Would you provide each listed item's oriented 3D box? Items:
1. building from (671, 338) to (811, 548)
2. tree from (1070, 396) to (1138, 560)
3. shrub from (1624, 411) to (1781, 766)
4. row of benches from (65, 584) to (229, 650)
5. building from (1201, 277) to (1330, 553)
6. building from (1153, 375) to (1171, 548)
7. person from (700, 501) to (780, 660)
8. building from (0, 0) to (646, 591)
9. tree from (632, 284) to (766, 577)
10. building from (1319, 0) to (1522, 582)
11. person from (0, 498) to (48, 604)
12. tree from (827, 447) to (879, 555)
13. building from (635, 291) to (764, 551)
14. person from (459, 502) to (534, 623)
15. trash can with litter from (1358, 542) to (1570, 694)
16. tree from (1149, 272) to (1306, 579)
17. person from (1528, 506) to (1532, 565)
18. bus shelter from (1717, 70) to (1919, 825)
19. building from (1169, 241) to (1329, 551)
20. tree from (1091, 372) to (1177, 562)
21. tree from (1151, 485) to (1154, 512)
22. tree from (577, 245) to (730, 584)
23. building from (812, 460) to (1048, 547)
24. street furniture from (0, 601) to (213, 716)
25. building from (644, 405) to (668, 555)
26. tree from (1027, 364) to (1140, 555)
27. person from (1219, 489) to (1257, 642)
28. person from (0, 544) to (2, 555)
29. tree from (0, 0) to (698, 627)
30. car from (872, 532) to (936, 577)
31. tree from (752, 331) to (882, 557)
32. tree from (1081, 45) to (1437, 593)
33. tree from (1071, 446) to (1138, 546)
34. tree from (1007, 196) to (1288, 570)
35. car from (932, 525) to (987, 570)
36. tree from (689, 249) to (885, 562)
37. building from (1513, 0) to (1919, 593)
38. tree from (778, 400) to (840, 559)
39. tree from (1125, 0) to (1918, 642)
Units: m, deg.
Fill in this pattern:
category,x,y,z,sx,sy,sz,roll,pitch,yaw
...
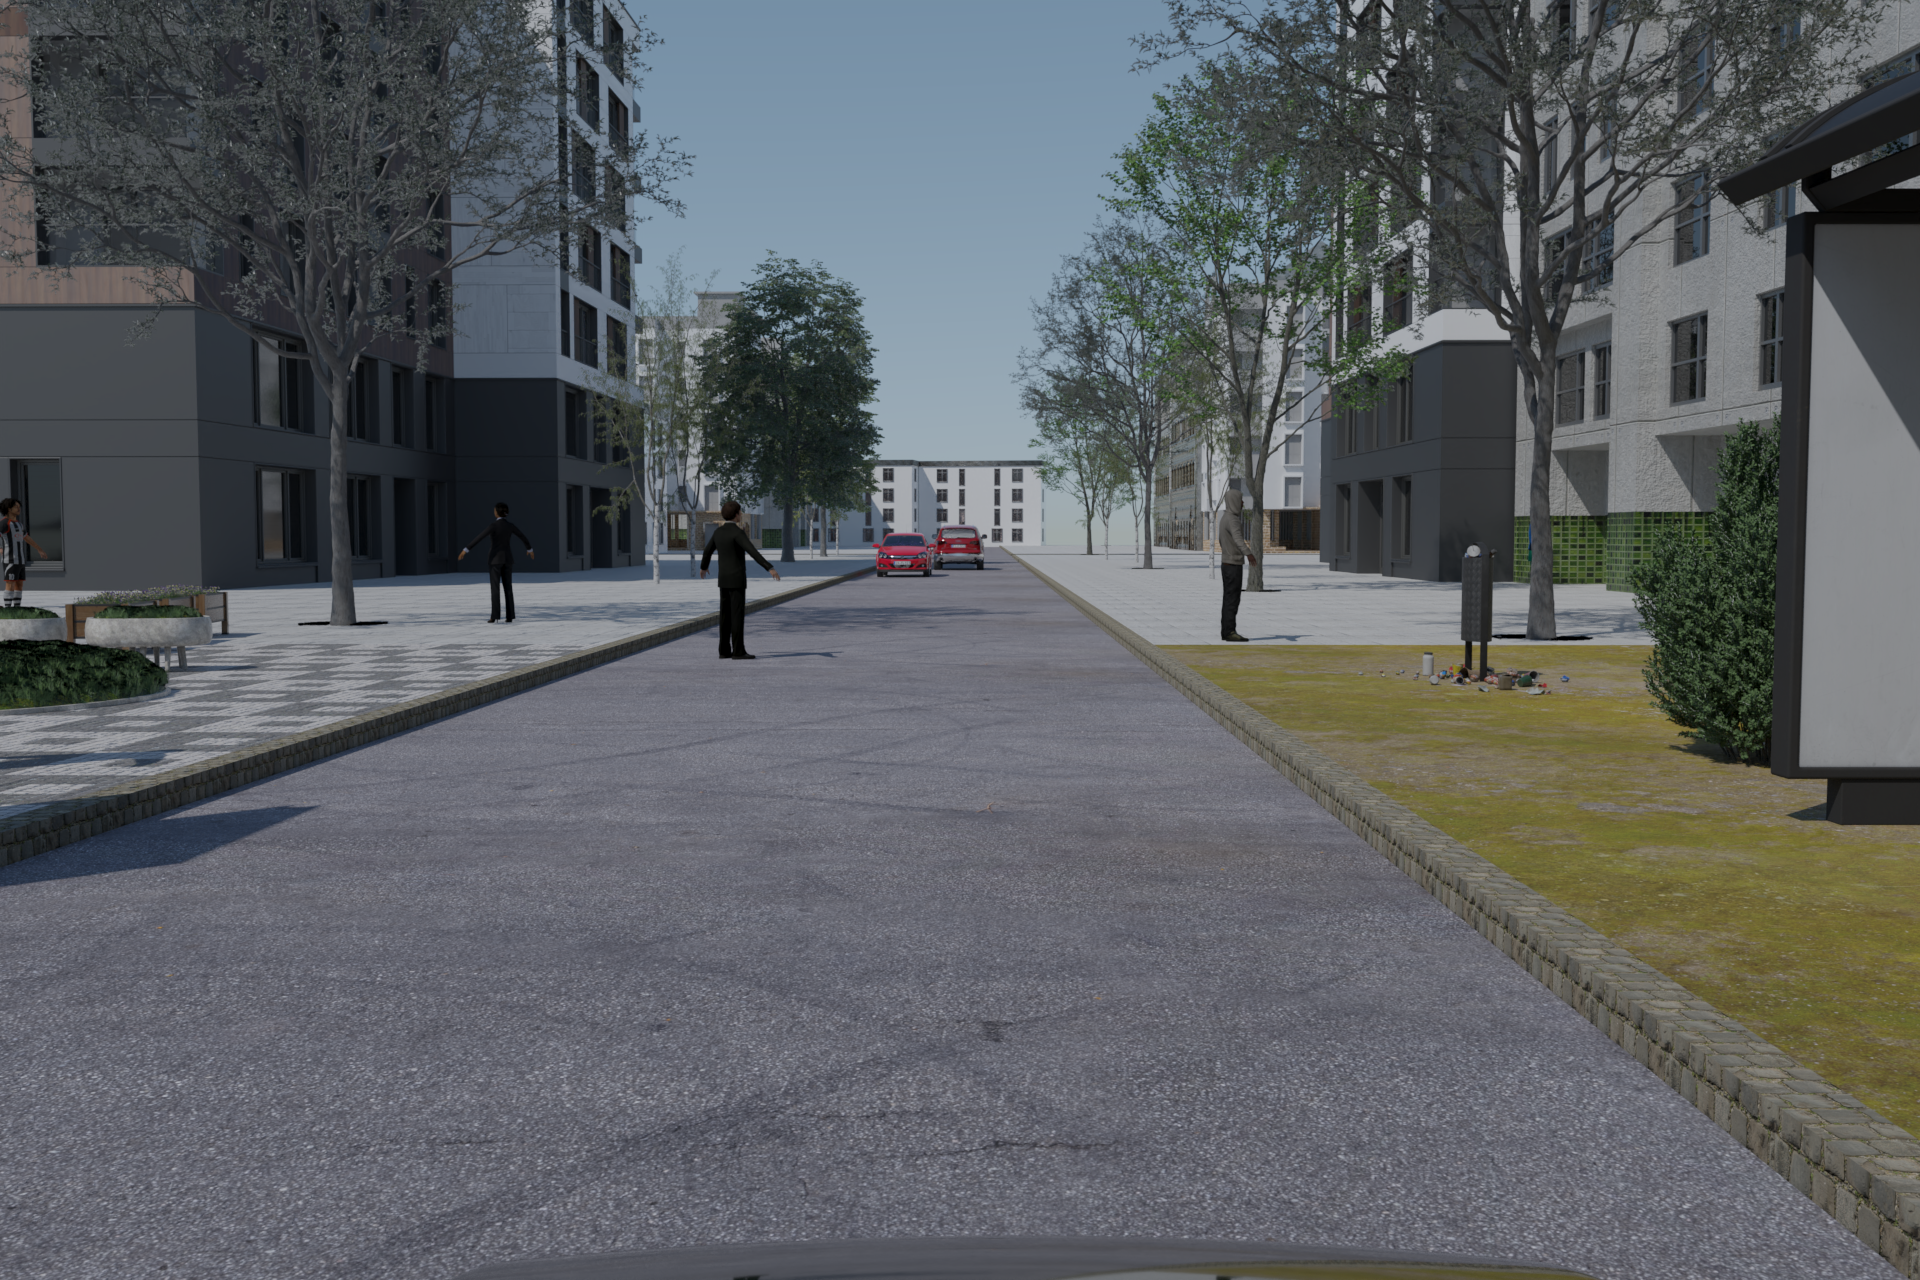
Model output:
category,x,y,z,sx,sy,sz,roll,pitch,yaw
building,-24.376,-18.678,171.840,16.747,18.905,31.486,0,3,0
tree,7.233,-8.279,85.717,4.360,8.622,3.978,0,3,0
shrub,4.626,-0.328,9.790,1.690,2.028,1.600,0,3,0
row of benches,-9.357,-0.281,20.064,1.422,0.672,4.104,-1,4,-8
building,23.073,-16.596,127.764,16.016,20.090,11.380,0,4,0
building,29.070,-20.646,168.483,19.493,23.208,18.063,0,4,1
person,-2.586,-0.686,19.857,1.347,1.806,0.705,3,5,42
building,-27.196,-12.890,54.720,27.936,21.610,32.646,0,4,1
tree,-8.048,-6.177,51.359,4.360,8.622,3.978,0,3,0
building,26.757,-13.318,61.722,27.936,21.610,32.646,0,4,0
person,-14.232,-1.220,26.091,0.704,1.843,1.345,0,4,3
tree,-7.627,-9.442,104.732,4.360,8.622,3.978,0,3,0
building,-22.104,-17.122,136.371,16.016,20.090,11.380,0,4,1
person,-6.680,-1.121,25.054,0.721,1.740,1.216,3,5,44
trash can with litter,4.434,-0.233,14.868,1.678,1.210,2.233,0,4,2
tree,6.961,-6.032,48.979,4.360,8.622,3.978,0,3,0
person,9.106,-1.287,27.176,0.704,1.817,1.347,1,4,20
bus shelter,4.419,-0.683,5.092,2.014,3.302,5.546,0,4,0
building,27.190,-18.865,139.368,19.493,23.208,18.063,0,4,1
tree,8.105,-7.820,78.227,4.360,8.622,3.978,0,3,0
tree,24.158,-15.044,196.331,4.360,8.622,3.978,0,3,0
tree,-7.795,-5.739,44.190,4.360,8.622,3.978,0,3,0
building,-4.566,-15.381,196.083,28.070,9.664,9.099,1,4,9
street furniture,-11.306,0.102,13.966,10.072,0.657,5.734,0,4,-3
building,-24.685,-10.865,119.794,9.099,9.664,28.070,0,3,0
tree,7.933,-10.987,105.399,9.928,11.665,9.643,0,3,0
person,3.286,-0.892,20.717,0.705,1.813,1.348,0,4,-4
person,-16.704,-1.439,29.797,0.705,1.796,1.348,-3,5,-43
tree,-8.774,-6.958,24.136,12.009,13.543,11.850,0,3,0
car,-1.877,-3.056,58.999,2.155,1.783,4.494,0,4,1
tree,-8.103,-10.960,97.321,7.486,12.596,7.792,0,3,0
tree,6.529,-6.866,38.010,9.928,11.665,9.643,0,3,0
tree,15.965,-16.173,190.178,9.928,11.665,9.643,0,3,0
tree,6.831,-9.337,63.024,12.009,13.543,11.850,0,3,0
car,-0.028,-3.778,70.451,2.281,1.827,5.304,0,4,1
tree,-7.847,-10.561,79.324,9.857,13.997,8.962,0,3,0
building,22.903,-9.978,29.598,16.747,18.905,31.486,0,4,1
tree,-7.646,-8.490,89.172,4.737,8.622,4.395,0,3,0
tree,7.030,-6.757,20.855,12.009,13.543,11.850,0,3,0
